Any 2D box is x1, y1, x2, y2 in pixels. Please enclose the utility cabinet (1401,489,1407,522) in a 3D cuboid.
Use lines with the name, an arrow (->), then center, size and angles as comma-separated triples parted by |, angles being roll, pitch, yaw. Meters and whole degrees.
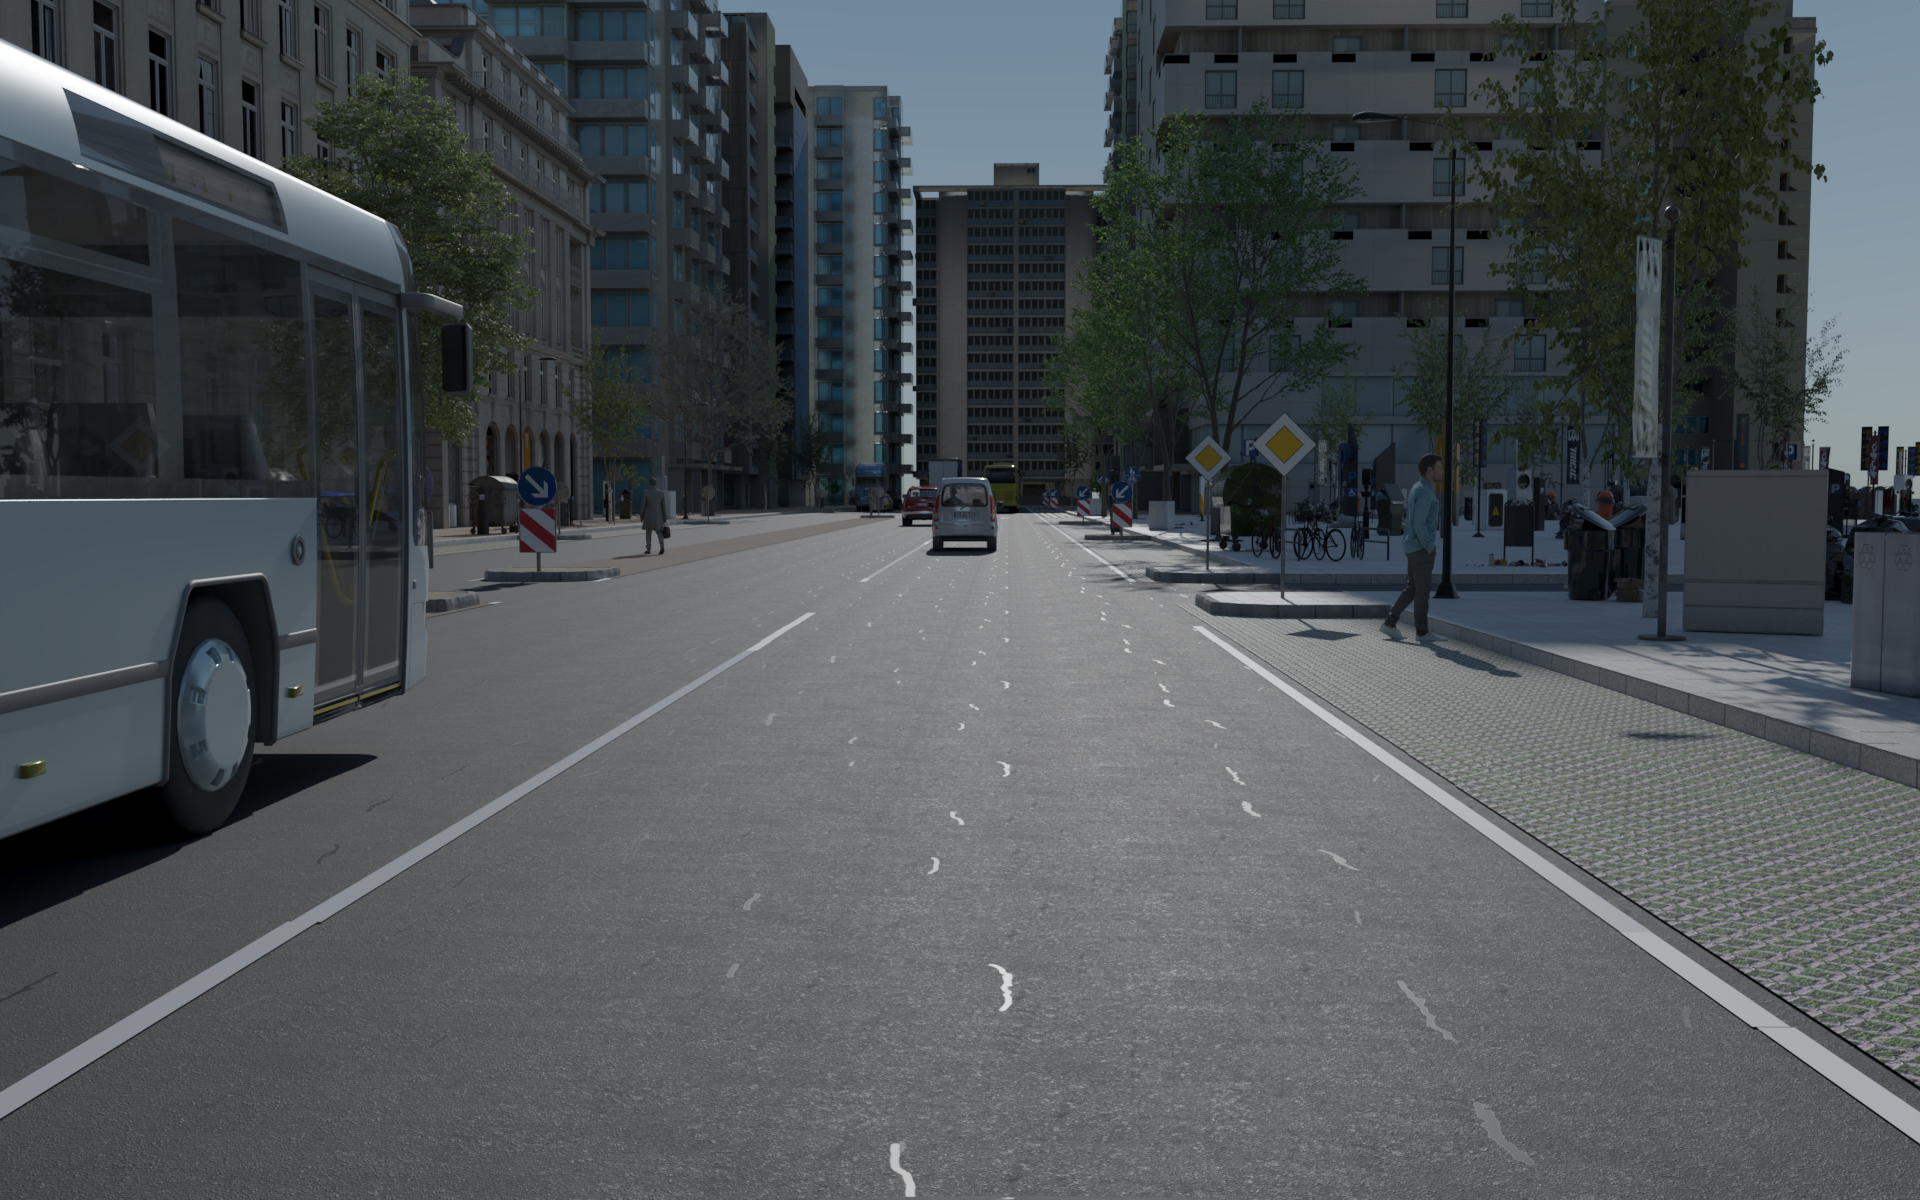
utility cabinet -> 19.913, -4.304, 79.050 | 0.318, 1.500, 1.173 | -1, 4, -20

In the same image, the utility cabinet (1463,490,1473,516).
utility cabinet -> 29.855, -5.649, 101.040 | 0.318, 1.500, 1.173 | -1, 4, -21

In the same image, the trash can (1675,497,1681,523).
trash can -> 31.916, -4.037, 77.652 | 0.748, 1.137, 0.748 | 0, 3, 0

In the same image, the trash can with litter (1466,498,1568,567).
trash can with litter -> 10.257, -1.198, 30.650 | 2.233, 1.210, 1.678 | 2, 4, 34

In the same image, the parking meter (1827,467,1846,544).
parking meter -> 19.035, -1.953, 37.650 | 0.399, 1.863, 0.255 | 2, 4, 28

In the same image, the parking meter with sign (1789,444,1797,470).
parking meter with sign -> 29.903, -3.942, 60.708 | 1.738, 3.016, 0.543 | 0, 4, -4

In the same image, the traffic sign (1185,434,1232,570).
traffic sign -> 4.189, -1.567, 29.265 | 0.795, 2.450, 0.064 | 0, 4, 2

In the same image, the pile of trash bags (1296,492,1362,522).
pile of trash bags -> 17.258, -4.325, 80.460 | 1.912, 1.369, 3.447 | -3, 4, -36

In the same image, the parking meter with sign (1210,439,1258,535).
parking meter with sign -> 8.623, -3.567, 54.589 | 1.738, 3.016, 0.543 | -3, 5, -40

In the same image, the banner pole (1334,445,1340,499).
banner pole -> 19.197, -6.023, 88.499 | 0.401, 3.779, 0.863 | -2, 4, -28

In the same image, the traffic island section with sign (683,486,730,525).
traffic island section with sign -> -11.928, -4.480, 81.883 | 1.989, 1.847, 2.006 | 0, 4, 2

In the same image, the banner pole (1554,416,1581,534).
banner pole -> 19.580, -4.019, 55.733 | 0.863, 3.779, 0.401 | -1, 4, -10

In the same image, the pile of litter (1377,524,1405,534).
pile of litter -> 14.023, -2.544, 55.552 | 1.719, 0.858, 1.176 | -3, 4, -39

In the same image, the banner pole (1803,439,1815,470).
banner pole -> 38.737, -5.446, 79.060 | 0.863, 3.779, 0.401 | -2, 4, -25

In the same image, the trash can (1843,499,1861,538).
trash can -> 25.762, -2.367, 50.362 | 0.748, 1.137, 0.748 | 0, 3, 0

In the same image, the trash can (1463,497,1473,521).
trash can -> 24.650, -4.398, 83.567 | 0.748, 1.137, 0.748 | 0, 3, 0

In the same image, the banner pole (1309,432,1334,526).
banner pole -> 14.508, -4.888, 69.944 | 0.863, 3.779, 0.401 | -2, 4, -31

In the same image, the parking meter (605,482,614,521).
parking meter -> -16.465, -4.628, 81.380 | 0.255, 1.863, 0.399 | 3, 4, 38

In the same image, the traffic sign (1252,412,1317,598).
traffic sign -> 3.972, -1.079, 21.283 | 0.795, 2.450, 0.064 | 0, 4, 2

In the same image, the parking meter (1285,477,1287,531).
parking meter -> 11.007, -3.287, 59.453 | 0.399, 1.863, 0.255 | 1, 4, 12

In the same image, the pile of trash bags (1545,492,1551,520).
pile of trash bags -> 29.436, -4.631, 85.461 | 1.912, 1.369, 3.447 | 0, 4, 7

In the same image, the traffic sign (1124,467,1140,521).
traffic sign -> 8.066, -4.959, 81.181 | 0.768, 2.556, 0.104 | 0, 4, 7

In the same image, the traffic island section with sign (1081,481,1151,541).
traffic island section with sign -> 4.887, -2.771, 53.931 | 1.989, 1.847, 2.006 | 0, 4, 2

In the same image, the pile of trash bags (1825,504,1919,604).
pile of trash bags -> 11.877, -0.669, 20.698 | 3.447, 1.369, 1.912 | 0, 4, 3

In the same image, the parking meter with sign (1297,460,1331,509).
parking meter with sign -> 18.439, -5.740, 90.105 | 1.738, 3.016, 0.543 | 1, 4, 22

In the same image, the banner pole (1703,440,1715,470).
banner pole -> 34.455, -5.491, 79.799 | 0.401, 3.779, 0.863 | -2, 4, -30

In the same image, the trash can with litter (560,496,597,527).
trash can with litter -> -15.415, -3.537, 68.891 | 1.678, 1.210, 2.233 | -1, 4, -20

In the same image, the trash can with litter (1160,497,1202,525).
trash can with litter -> 8.875, -3.674, 71.135 | 2.233, 1.210, 1.678 | 0, 4, -3

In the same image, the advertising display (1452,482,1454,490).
advertising display -> 25.699, -5.222, 90.588 | 0.123, 1.923, 0.974 | 1, 4, 21

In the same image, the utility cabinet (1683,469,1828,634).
utility cabinet -> 7.323, -0.445, 15.960 | 1.173, 1.500, 0.318 | 2, 4, 27

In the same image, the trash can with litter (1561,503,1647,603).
trash can with litter -> 7.831, -0.580, 20.862 | 1.055, 1.170, 0.624 | 3, 5, 39

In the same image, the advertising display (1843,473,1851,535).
advertising display -> 26.612, -2.915, 52.869 | 0.974, 1.923, 0.123 | 2, 4, 26

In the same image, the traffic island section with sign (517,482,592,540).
traffic island section with sign -> -12.680, -2.800, 54.415 | 1.989, 1.847, 2.006 | 0, 4, 2

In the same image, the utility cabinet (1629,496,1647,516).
utility cabinet -> 23.218, -2.942, 59.266 | 0.306, 1.237, 1.020 | 0, 4, -1

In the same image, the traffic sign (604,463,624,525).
traffic sign -> -14.413, -4.413, 72.156 | 0.884, 2.594, 0.081 | 0, 4, 3

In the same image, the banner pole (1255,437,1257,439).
banner pole -> 12.888, -5.254, 75.917 | 0.401, 3.779, 0.863 | -1, 4, -8

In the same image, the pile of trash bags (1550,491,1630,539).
pile of trash bags -> 17.789, -2.360, 48.333 | 1.912, 1.369, 3.447 | 1, 4, 11

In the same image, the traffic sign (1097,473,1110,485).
traffic sign -> 8.581, -6.327, 103.547 | 0.768, 2.556, 0.104 | 1, 4, 9

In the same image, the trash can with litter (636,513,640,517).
trash can with litter -> -17.166, -5.150, 95.253 | 1.678, 1.210, 2.233 | -3, 5, -42

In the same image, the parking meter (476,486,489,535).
parking meter -> -15.038, -2.824, 54.577 | 0.372, 1.533, 0.369 | 0, 3, 0

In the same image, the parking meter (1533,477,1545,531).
parking meter -> 20.140, -3.335, 60.234 | 0.399, 1.863, 0.255 | -2, 4, -35

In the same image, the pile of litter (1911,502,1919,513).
pile of litter -> 52.143, -4.908, 94.217 | 1.176, 0.858, 1.719 | 1, 4, 11

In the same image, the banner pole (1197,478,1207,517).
banner pole -> 13.686, -6.564, 97.335 | 0.863, 3.779, 0.401 | -2, 4, -35

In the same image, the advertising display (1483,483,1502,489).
advertising display -> 29.754, -5.603, 96.827 | 0.974, 1.923, 0.123 | 2, 4, 23

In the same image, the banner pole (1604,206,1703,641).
banner pole -> 6.016, -1.528, 15.006 | 0.863, 3.779, 0.401 | -3, 5, -42

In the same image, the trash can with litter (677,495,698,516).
trash can with litter -> -16.353, -5.651, 103.458 | 1.678, 1.210, 2.233 | -1, 4, -9
